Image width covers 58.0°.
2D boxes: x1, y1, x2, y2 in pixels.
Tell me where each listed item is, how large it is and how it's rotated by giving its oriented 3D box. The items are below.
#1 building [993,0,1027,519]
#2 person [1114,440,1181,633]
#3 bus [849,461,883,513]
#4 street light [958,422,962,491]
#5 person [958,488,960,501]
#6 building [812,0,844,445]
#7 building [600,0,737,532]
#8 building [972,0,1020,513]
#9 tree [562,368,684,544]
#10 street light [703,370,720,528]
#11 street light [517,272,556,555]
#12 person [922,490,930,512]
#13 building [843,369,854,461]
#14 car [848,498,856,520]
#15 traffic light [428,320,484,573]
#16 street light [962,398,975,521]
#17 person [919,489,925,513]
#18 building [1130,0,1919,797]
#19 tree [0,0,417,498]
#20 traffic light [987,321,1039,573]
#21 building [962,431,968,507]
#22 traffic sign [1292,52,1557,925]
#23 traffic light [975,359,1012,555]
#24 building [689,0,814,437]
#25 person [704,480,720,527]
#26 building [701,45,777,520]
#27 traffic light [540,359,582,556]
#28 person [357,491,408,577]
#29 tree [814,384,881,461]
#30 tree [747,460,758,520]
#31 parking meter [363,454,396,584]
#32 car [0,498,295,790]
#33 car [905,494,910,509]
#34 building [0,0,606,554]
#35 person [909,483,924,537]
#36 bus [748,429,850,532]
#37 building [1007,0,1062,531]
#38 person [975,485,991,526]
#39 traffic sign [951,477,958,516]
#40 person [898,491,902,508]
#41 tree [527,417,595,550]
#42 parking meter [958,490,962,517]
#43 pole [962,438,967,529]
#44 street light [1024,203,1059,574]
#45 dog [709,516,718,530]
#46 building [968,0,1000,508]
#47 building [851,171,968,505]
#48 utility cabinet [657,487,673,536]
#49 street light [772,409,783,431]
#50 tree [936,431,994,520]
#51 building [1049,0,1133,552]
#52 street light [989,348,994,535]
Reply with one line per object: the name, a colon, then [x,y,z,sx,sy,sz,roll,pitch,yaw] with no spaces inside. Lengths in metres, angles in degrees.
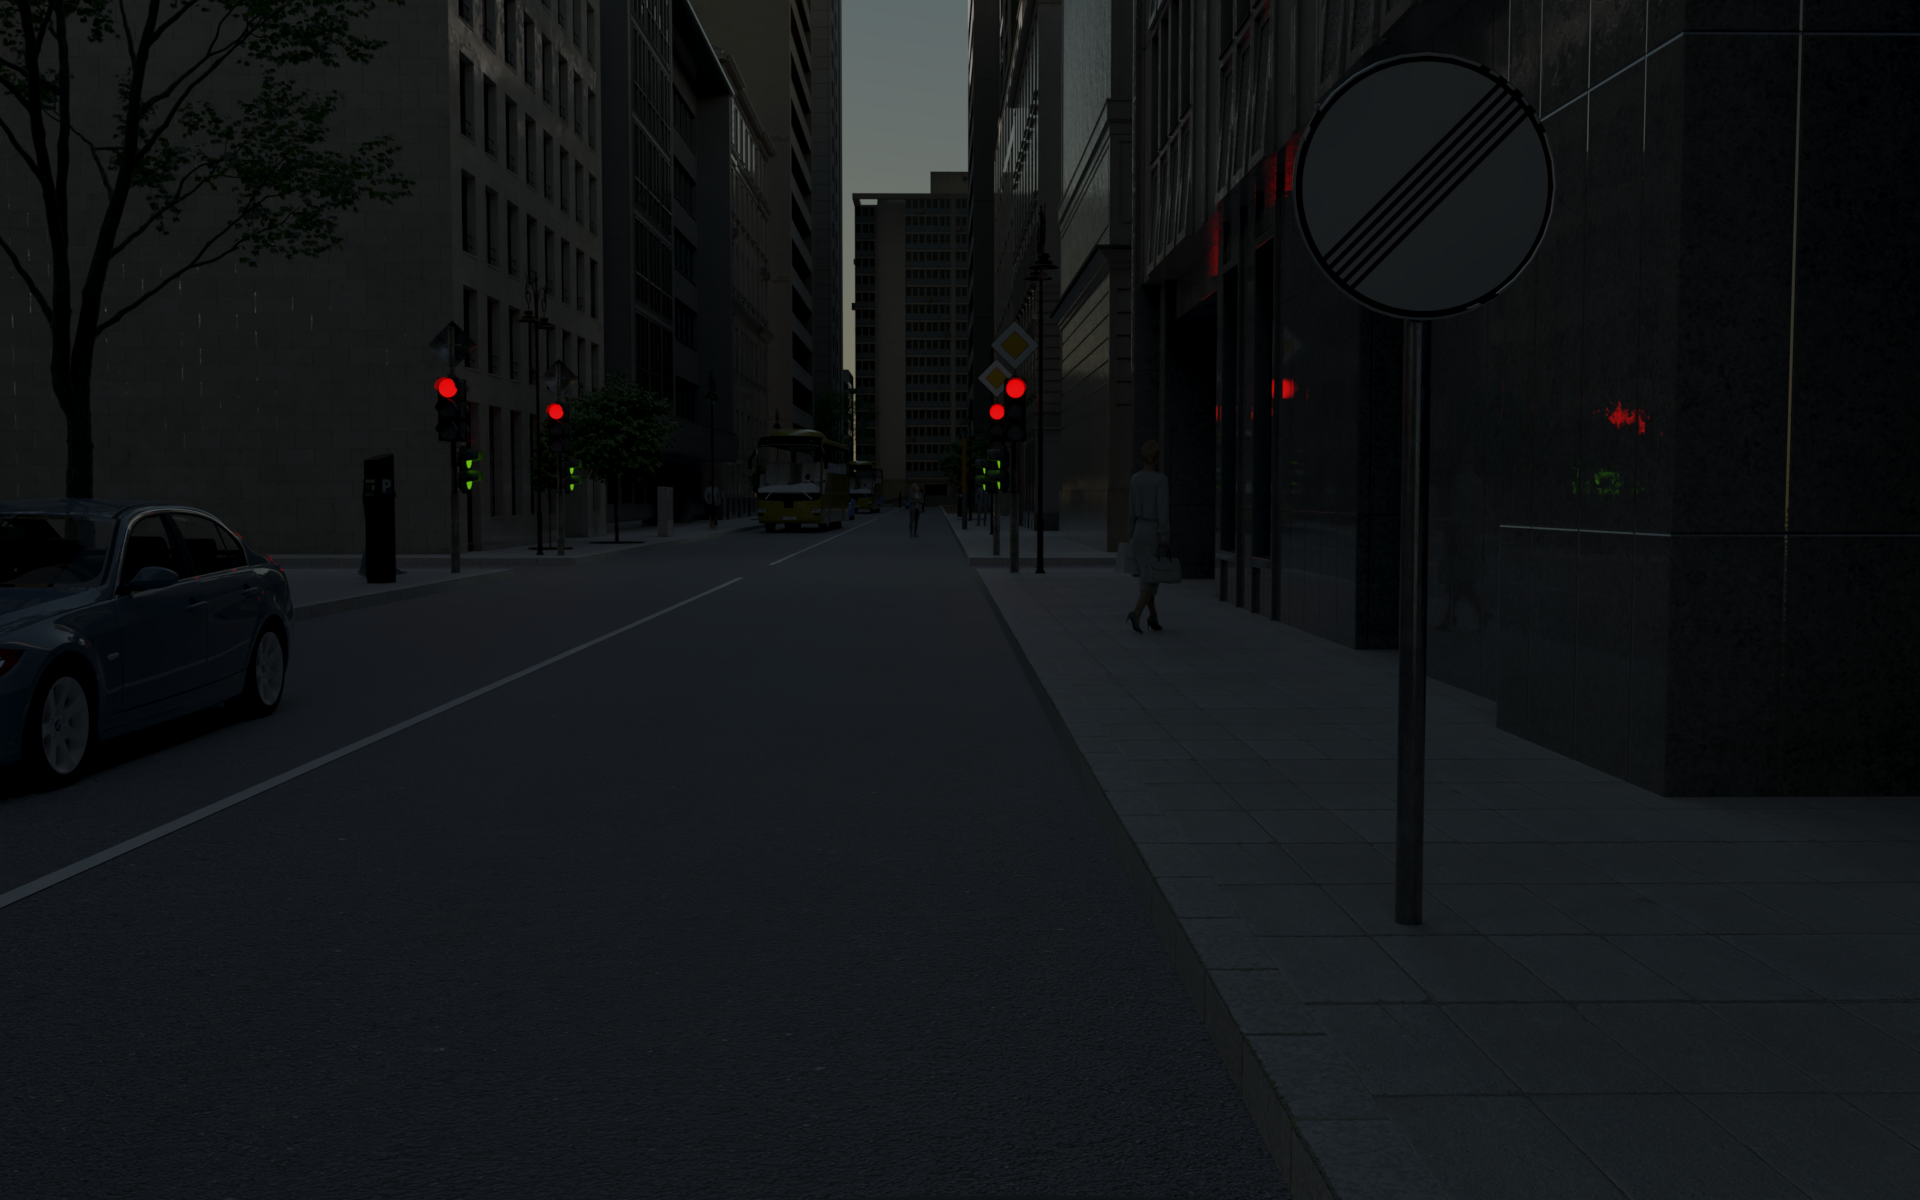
building: [12.079,-17.736,94.502,19.350,26.468,34.151,0,4,-1]
person: [1.720,-0.594,16.114,0.624,1.780,0.694,-2,4,-30]
bus: [-7.436,-8.532,131.051,2.896,3.916,12.252,0,4,1]
street light: [0.023,-8.449,110.934,0.468,5.910,1.993,0,4,-1]
person: [0.033,-7.963,136.950,0.721,1.736,1.217,0,4,6]
building: [-22.598,-45.049,174.803,20.611,71.187,20.563,0,4,-1]
building: [-17.561,-15.213,67.802,14.314,24.678,30.058,0,4,-1]
building: [11.207,-41.852,122.526,20.563,71.187,20.611,0,4,-1]
tree: [-8.902,-3.761,45.211,4.285,4.588,4.351,0,3,0]
street light: [-9.215,-5.608,64.471,0.468,5.910,1.993,0,4,-1]
street light: [-8.839,-3.883,36.275,0.468,5.910,1.993,0,4,-1]
person: [-2.921,-7.835,137.314,1.217,1.735,0.721,3,4,37]
building: [-28.393,-54.582,205.088,31.000,86.520,22.319,0,4,-1]
car: [-6.697,-5.251,95.449,1.945,1.707,3.694,0,4,-1]
traffic light: [-8.189,-2.394,28.055,0.839,4.253,0.868,0,4,-1]
street light: [0.477,-6.702,82.363,0.468,5.910,1.993,0,4,-1]
person: [-3.024,-7.569,132.262,0.705,1.824,1.348,3,4,38]
building: [8.826,-12.144,16.574,12.078,24.808,19.932,0,4,-1]
tree: [-9.202,-5.634,17.868,9.928,11.665,9.643,0,3,0]
traffic light: [0.871,-2.403,28.213,0.839,4.253,0.868,0,4,-1]
building: [11.634,-52.400,169.403,22.319,86.520,31.000,0,4,-1]
traffic sign: [1.344,-0.306,5.111,0.768,2.556,0.104,0,4,-1]
traffic light: [0.745,-2.892,36.197,0.839,4.253,0.868,0,4,-1]
building: [-21.687,-30.423,121.126,21.300,48.544,21.600,0,4,-1]
person: [-9.646,-3.757,67.310,0.661,1.843,0.795,-2,4,-32]
building: [-17.423,-18.271,95.998,12.463,27.353,25.104,0,4,-1]
traffic light: [-8.315,-2.882,36.039,0.839,4.253,0.868,0,4,-1]
person: [-8.859,-1.247,26.419,0.713,1.824,0.794,-2,4,-35]
tree: [-11.375,-14.468,162.301,9.928,11.665,9.643,0,3,0]
tree: [-9.828,-5.551,85.368,1.663,3.219,1.824,0,3,0]
parking meter: [-8.341,-1.173,24.892,0.255,1.863,0.399,2,4,26]
car: [-5.266,0.130,9.883,2.014,1.417,4.499,0,4,-2]
car: [-4.273,-9.454,164.160,1.945,1.707,3.694,0,4,0]
building: [-16.009,-11.608,44.541,10.420,20.320,16.860,0,4,-1]
person: [-1.445,-3.002,57.769,0.537,1.800,0.526,-1,4,-17]
bus: [-6.148,-4.737,68.994,2.896,3.916,12.252,0,4,1]
building: [7.108,-13.411,68.427,9.793,20.994,18.267,0,4,-1]
person: [0.934,-3.915,70.150,0.635,1.810,0.391,0,4,-2]
traffic sign: [-0.126,-6.084,99.578,0.768,2.556,0.104,0,4,7]
person: [-6.404,-10.778,184.853,0.705,1.807,1.348,-1,4,-12]
tree: [-9.515,-2.771,39.908,1.663,3.219,1.824,0,3,0]
parking meter: [0.066,-5.454,97.587,0.372,1.533,0.369,0,3,0]
pole: [0.168,-4.219,62.821,0.158,3.312,0.155,0,3,0]
street light: [1.297,-3.368,27.856,0.468,5.910,1.993,0,4,-1]
dog: [-8.759,-2.736,61.570,0.406,0.507,0.540,-1,4,-20]
building: [11.520,-31.841,144.306,21.300,48.544,21.600,0,4,-1]
building: [-0.969,-31.769,211.298,23.993,40.220,32.217,0,4,-1]
utility cabinet: [-8.884,-2.668,52.294,0.318,1.500,1.173,0,4,-1]
street light: [-9.753,-7.324,92.542,0.468,5.910,1.993,0,4,-1]
tree: [0.522,-6.339,87.357,4.285,4.588,4.351,0,3,0]
building: [17.357,-12.943,44.900,30.059,22.955,16.112,0,4,-1]
street light: [1.007,-4.988,54.344,0.468,5.910,1.993,0,4,-1]
